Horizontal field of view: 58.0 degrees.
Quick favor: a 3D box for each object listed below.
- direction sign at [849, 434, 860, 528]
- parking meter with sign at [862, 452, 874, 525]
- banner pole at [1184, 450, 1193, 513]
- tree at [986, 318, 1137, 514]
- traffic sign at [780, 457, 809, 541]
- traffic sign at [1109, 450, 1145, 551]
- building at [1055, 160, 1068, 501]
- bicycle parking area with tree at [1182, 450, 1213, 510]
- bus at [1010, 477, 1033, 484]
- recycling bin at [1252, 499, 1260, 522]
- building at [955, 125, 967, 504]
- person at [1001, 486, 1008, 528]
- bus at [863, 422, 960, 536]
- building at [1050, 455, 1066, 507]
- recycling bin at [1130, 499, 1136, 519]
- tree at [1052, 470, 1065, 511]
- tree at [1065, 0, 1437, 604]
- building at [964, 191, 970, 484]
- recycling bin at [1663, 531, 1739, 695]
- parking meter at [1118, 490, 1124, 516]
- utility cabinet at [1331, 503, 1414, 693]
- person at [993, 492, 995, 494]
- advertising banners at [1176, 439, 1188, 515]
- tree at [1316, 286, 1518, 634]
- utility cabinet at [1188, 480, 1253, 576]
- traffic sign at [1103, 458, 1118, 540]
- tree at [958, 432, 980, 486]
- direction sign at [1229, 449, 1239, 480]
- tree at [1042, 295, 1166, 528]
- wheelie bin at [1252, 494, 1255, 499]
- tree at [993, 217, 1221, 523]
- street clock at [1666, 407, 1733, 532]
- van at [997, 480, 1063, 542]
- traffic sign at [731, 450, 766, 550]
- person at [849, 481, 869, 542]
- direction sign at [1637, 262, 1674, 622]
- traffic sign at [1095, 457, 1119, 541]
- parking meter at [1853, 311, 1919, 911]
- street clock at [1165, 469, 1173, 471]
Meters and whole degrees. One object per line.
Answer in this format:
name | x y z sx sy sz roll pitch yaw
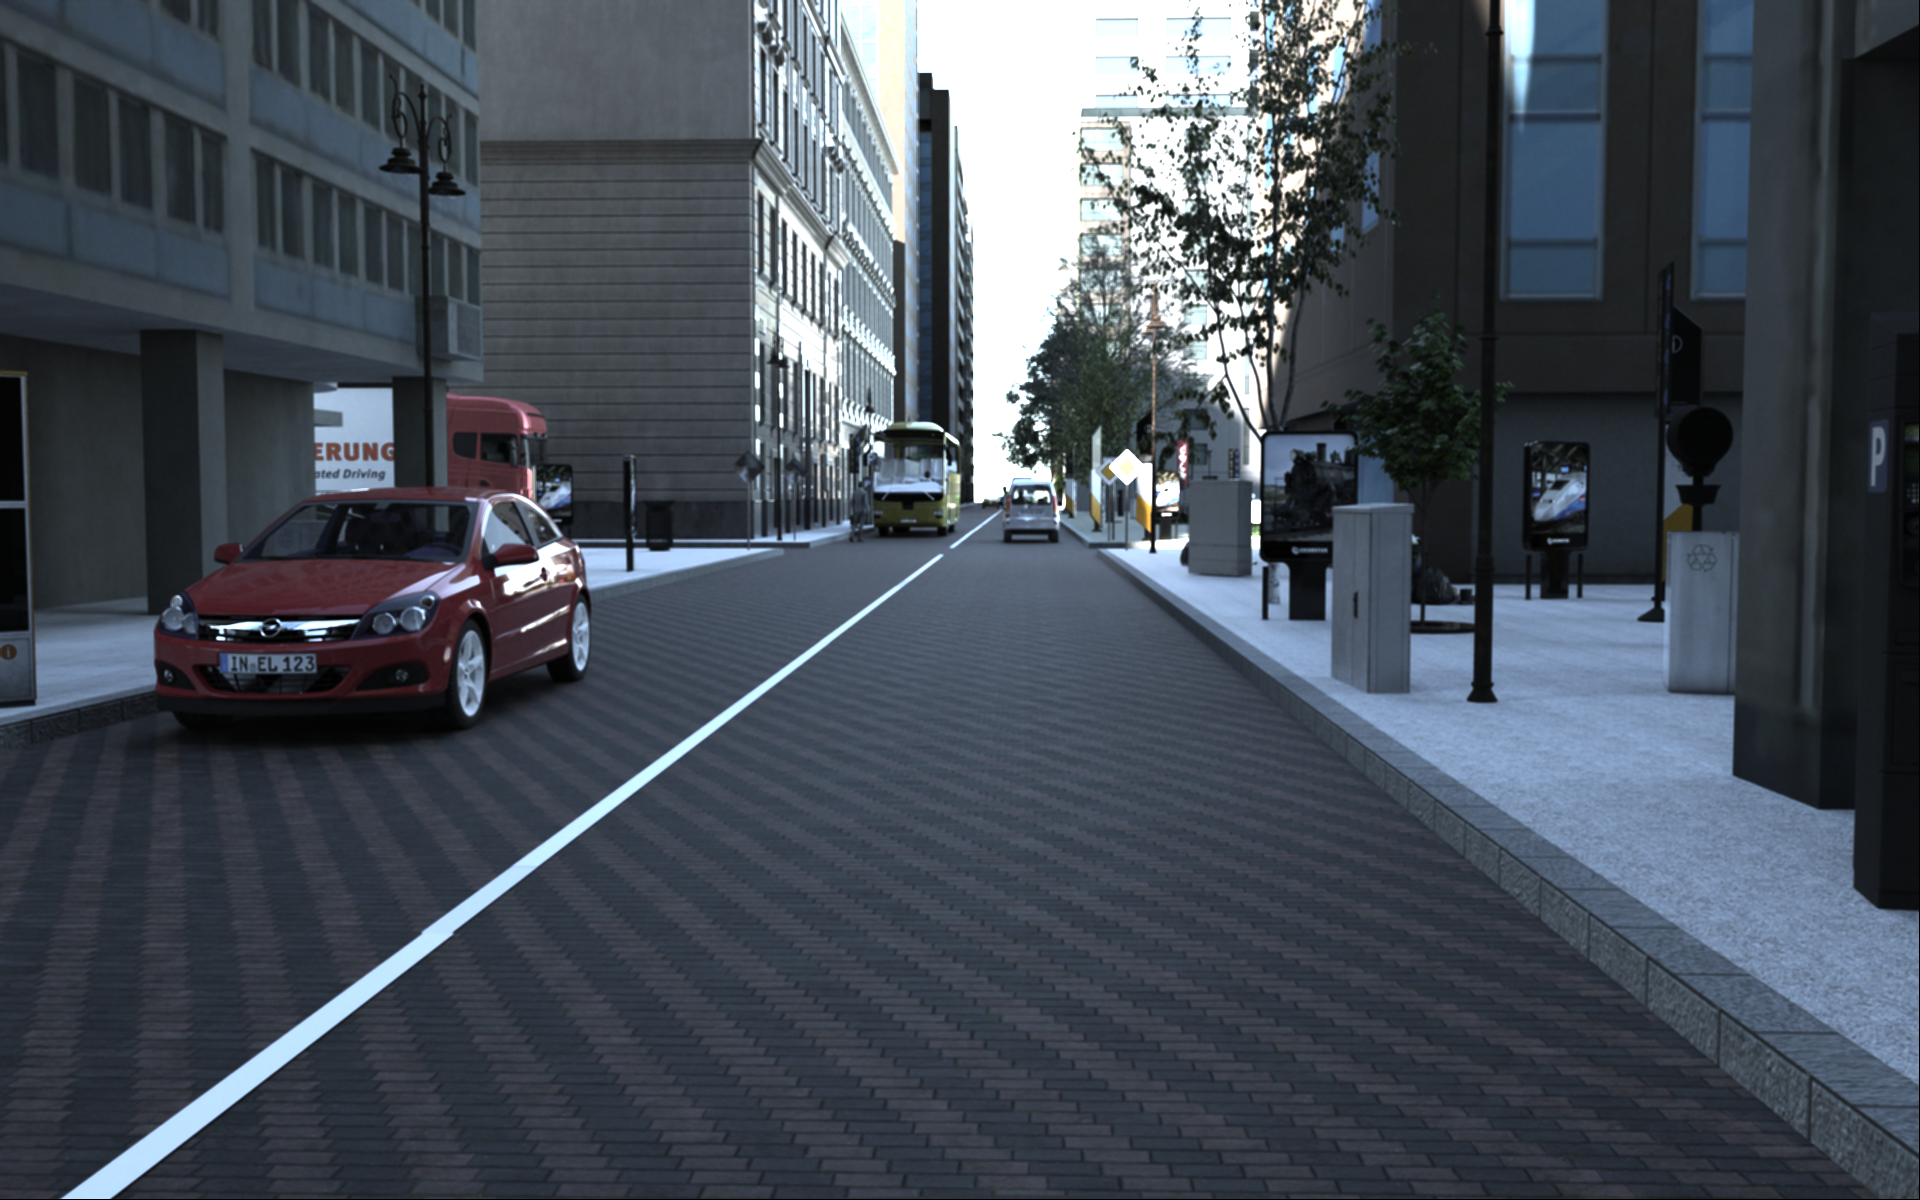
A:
direction sign | -3.970 -4.481 65.260 0.379 3.537 0.876 1 4 20
parking meter with sign | -3.805 -4.616 71.728 0.543 3.016 1.738 0 4 6
banner pole | 11.220 -5.825 85.262 0.401 3.779 0.863 -2 4 -29
tree | 6.865 -11.847 110.704 9.611 12.733 9.660 0 3 0
traffic sign | -4.530 -2.679 47.446 0.795 2.450 0.064 0 4 2
traffic sign | 3.767 -2.171 39.134 0.795 2.450 0.064 0 4 2
building | 18.872 -32.456 214.244 14.154 41.232 14.086 0 4 2
bicycle parking area with tree | 18.959 -7.784 114.274 8.231 4.147 9.016 0 4 3
bus | 6.933 -11.886 189.202 2.948 3.499 13.247 0 4 3
recycling bin | 10.719 -3.114 63.473 0.722 1.027 0.722 1 4 10
building | -10.487 -36.320 217.529 21.300 48.544 21.600 0 4 2
person | 1.972 -3.913 72.826 0.721 1.781 0.623 -3 5 -39
bus | -1.478 -4.342 62.544 2.896 3.916 12.252 0 4 2
building | 26.350 -23.915 236.042 27.650 21.520 28.899 0 4 2
recycling bin | 9.186 -4.679 89.051 0.722 1.027 0.722 -1 4 -13
tree | 7.698 -8.552 134.433 1.663 3.219 1.824 0 3 0
tree | 3.589 -4.278 20.308 4.360 8.622 3.978 0 3 0
building | -9.943 -36.030 243.722 22.147 44.769 28.867 0 4 2
recycling bin | 5.030 0.073 11.365 0.722 1.027 0.722 1 4 19
parking meter | 9.278 -5.588 99.778 0.372 1.533 0.369 0 3 0
utility cabinet | 2.744 -0.028 11.618 0.306 1.237 1.020 0 4 -1
person | 5.188 -15.794 267.421 1.217 1.739 0.721 3 4 36
advertising banners | 7.509 -3.557 54.341 0.090 3.025 2.074 -3 4 -37
tree | 4.418 -1.319 16.162 1.663 3.219 1.824 0 3 0
utility cabinet | 4.094 -1.134 27.221 0.318 1.500 1.173 -2 4 -32
traffic sign | 4.302 -2.839 48.543 0.606 2.300 0.079 0 4 8
tree | 0.059 -15.238 199.509 4.360 8.622 3.978 0 3 0
direction sign | 13.737 -5.810 86.993 0.379 3.537 0.876 3 5 41
tree | 5.516 -7.032 65.342 4.737 8.622 4.395 0 3 0
wheelie bin | 11.119 -3.688 68.209 0.980 1.594 0.693 1 4 13
tree | 6.654 -10.250 77.960 12.009 13.543 11.850 0 3 0
street clock | 6.190 -0.610 14.547 0.471 2.002 0.358 0 3 0
van | 2.145 -2.792 52.662 2.013 2.044 4.112 0 4 1
traffic sign | -4.820 -2.191 39.466 0.795 2.450 0.064 0 4 2
person | -3.020 -2.660 52.106 0.709 1.813 0.853 2 4 23
direction sign | 7.044 -1.553 17.384 0.379 3.537 0.876 1 4 14
traffic sign | 4.058 -2.659 47.113 0.795 2.450 0.064 0 4 2
parking meter | 2.994 0.019 5.406 0.255 1.863 0.399 1 4 14
street clock | 6.098 -2.837 50.954 0.358 2.002 0.471 -1 4 -17
